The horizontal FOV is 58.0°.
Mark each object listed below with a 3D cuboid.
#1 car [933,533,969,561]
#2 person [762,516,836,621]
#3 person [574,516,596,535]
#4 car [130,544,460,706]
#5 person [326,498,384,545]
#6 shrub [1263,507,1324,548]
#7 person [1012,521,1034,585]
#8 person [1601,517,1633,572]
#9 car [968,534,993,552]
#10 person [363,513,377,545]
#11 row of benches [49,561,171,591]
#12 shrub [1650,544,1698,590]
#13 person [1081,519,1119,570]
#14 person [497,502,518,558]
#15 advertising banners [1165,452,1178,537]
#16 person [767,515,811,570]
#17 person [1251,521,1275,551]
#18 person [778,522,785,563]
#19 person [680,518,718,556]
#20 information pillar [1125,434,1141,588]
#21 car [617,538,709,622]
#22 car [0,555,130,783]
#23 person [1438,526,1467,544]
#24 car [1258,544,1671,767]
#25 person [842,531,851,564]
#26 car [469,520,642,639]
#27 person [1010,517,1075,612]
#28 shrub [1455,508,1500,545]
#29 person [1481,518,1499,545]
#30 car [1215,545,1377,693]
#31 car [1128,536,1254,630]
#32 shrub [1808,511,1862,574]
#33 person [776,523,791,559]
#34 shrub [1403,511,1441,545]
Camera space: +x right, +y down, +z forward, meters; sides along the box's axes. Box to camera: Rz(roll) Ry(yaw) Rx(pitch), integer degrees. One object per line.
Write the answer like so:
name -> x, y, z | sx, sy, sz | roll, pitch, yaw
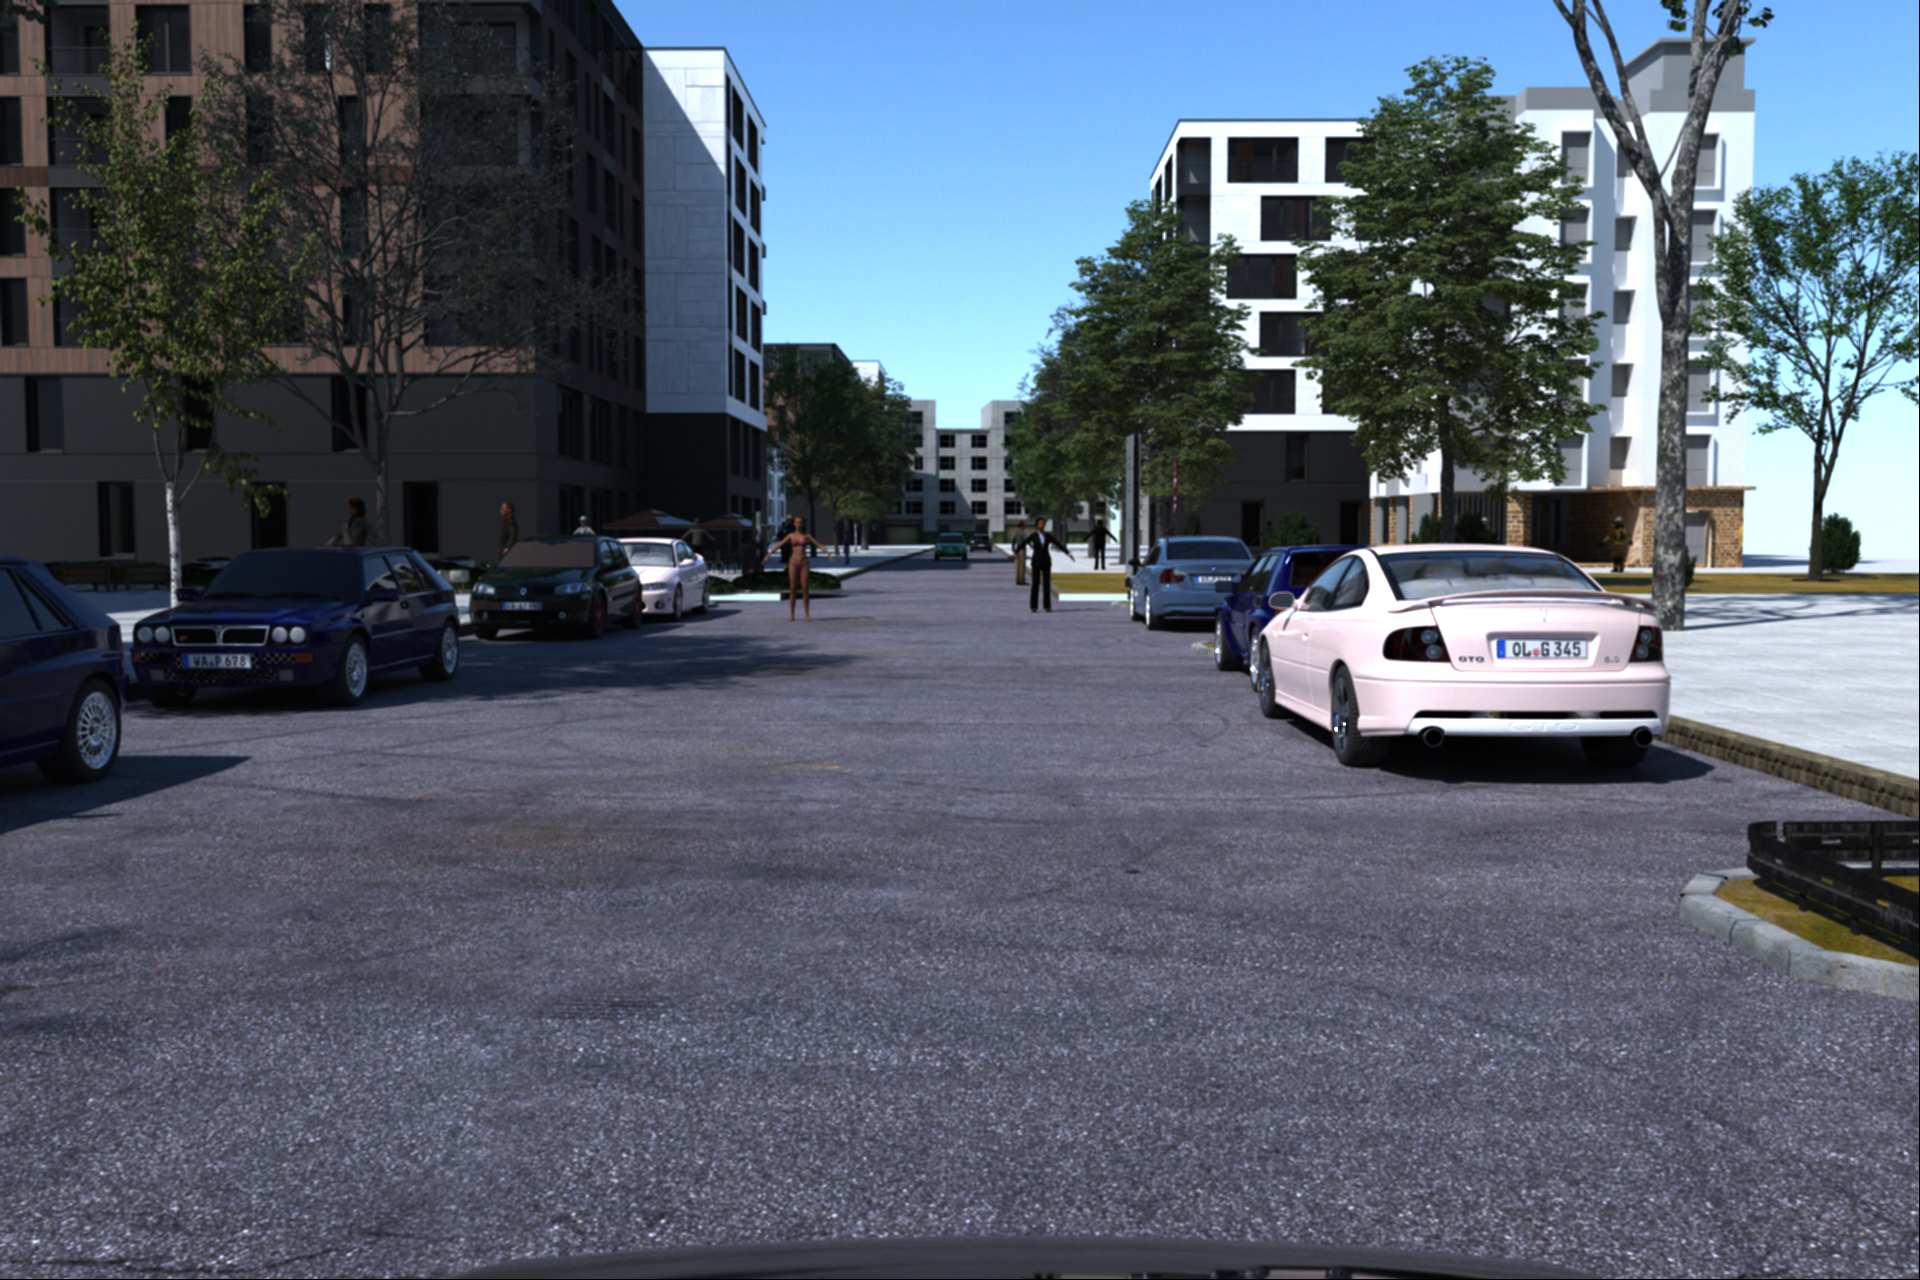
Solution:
car -> -0.491, -5.213, 94.021 | 1.959, 1.807, 4.718 | 0, 4, 0
person -> -2.651, -1.180, 28.555 | 1.217, 1.733, 0.721 | 0, 4, -3
person -> -11.884, -2.985, 54.668 | 1.347, 1.847, 0.705 | 1, 4, 21
car -> -5.855, -0.187, 15.637 | 1.945, 1.354, 3.894 | 0, 4, 1
person -> -7.731, -0.933, 22.012 | 1.215, 1.744, 0.721 | 2, 4, 27
shrub -> 9.765, -2.856, 50.742 | 1.661, 2.075, 1.752 | 0, 3, 0
person -> 1.746, -2.437, 48.573 | 0.705, 1.796, 1.348 | -2, 4, -26
person -> 22.023, -3.191, 57.948 | 0.705, 1.858, 1.354 | -2, 4, -24
car -> 1.633, -7.752, 136.525 | 2.009, 1.686, 4.222 | 0, 4, 0
person -> -14.298, -2.159, 41.482 | 0.705, 1.806, 1.347 | 0, 4, 6
row of benches -> -19.651, -1.429, 38.827 | 1.422, 0.672, 4.104 | 3, 4, 36
shrub -> 16.171, -1.720, 39.247 | 1.383, 1.207, 1.383 | 0, 3, 0
person -> 5.027, -3.427, 62.213 | 1.347, 1.806, 0.705 | 0, 4, 1
person -> -7.432, -1.362, 28.444 | 0.705, 1.807, 1.348 | -1, 4, -19
advertising banners -> 4.655, -2.567, 38.163 | 0.090, 3.025, 2.074 | 0, 4, 1
person -> -5.107, -2.825, 51.972 | 1.354, 1.856, 0.705 | 0, 4, 6
person -> 11.890, -3.697, 66.715 | 1.348, 1.796, 0.705 | -1, 4, -12
person -> -7.851, -4.354, 77.129 | 1.347, 1.837, 0.705 | 3, 4, 37
person -> -8.939, -3.233, 58.991 | 1.348, 1.813, 0.705 | -1, 4, -13
information pillar -> 4.125, -3.060, 41.347 | 0.184, 3.620, 1.656 | 0, 4, 0
car -> -5.475, -1.061, 29.706 | 2.083, 1.381, 4.827 | 0, 4, 1
car -> -5.842, 0.237, 8.714 | 1.945, 1.354, 3.894 | 0, 4, 0
person -> 12.157, -2.248, 42.888 | 0.704, 1.817, 1.347 | -1, 4, -15
car -> 3.283, 0.019, 12.054 | 2.083, 1.381, 4.827 | 0, 4, 0
person -> -4.862, -3.937, 73.635 | 0.599, 1.433, 0.991 | 1, 4, 14
car -> -5.745, -0.925, 24.913 | 2.009, 1.686, 4.222 | 0, 4, 1
person -> 1.502, -1.379, 31.728 | 1.216, 1.740, 0.721 | -1, 4, -9
shrub -> 14.402, -2.720, 48.884 | 1.690, 2.028, 1.600 | 0, 3, 0
person -> 17.674, -3.205, 58.364 | 1.349, 1.833, 0.705 | -3, 4, -38
car -> 3.538, -0.269, 16.978 | 1.945, 1.354, 3.894 | 0, 4, 1
car -> 3.672, -0.921, 27.063 | 2.014, 1.417, 4.499 | 0, 4, 1
shrub -> 28.375, -3.164, 56.153 | 1.690, 2.028, 1.600 | 0, 3, 0
person -> -7.435, -4.242, 75.501 | 1.345, 1.843, 0.704 | 1, 4, 18
shrub -> 14.558, -2.999, 53.449 | 1.690, 2.028, 1.600 | 0, 3, 0
